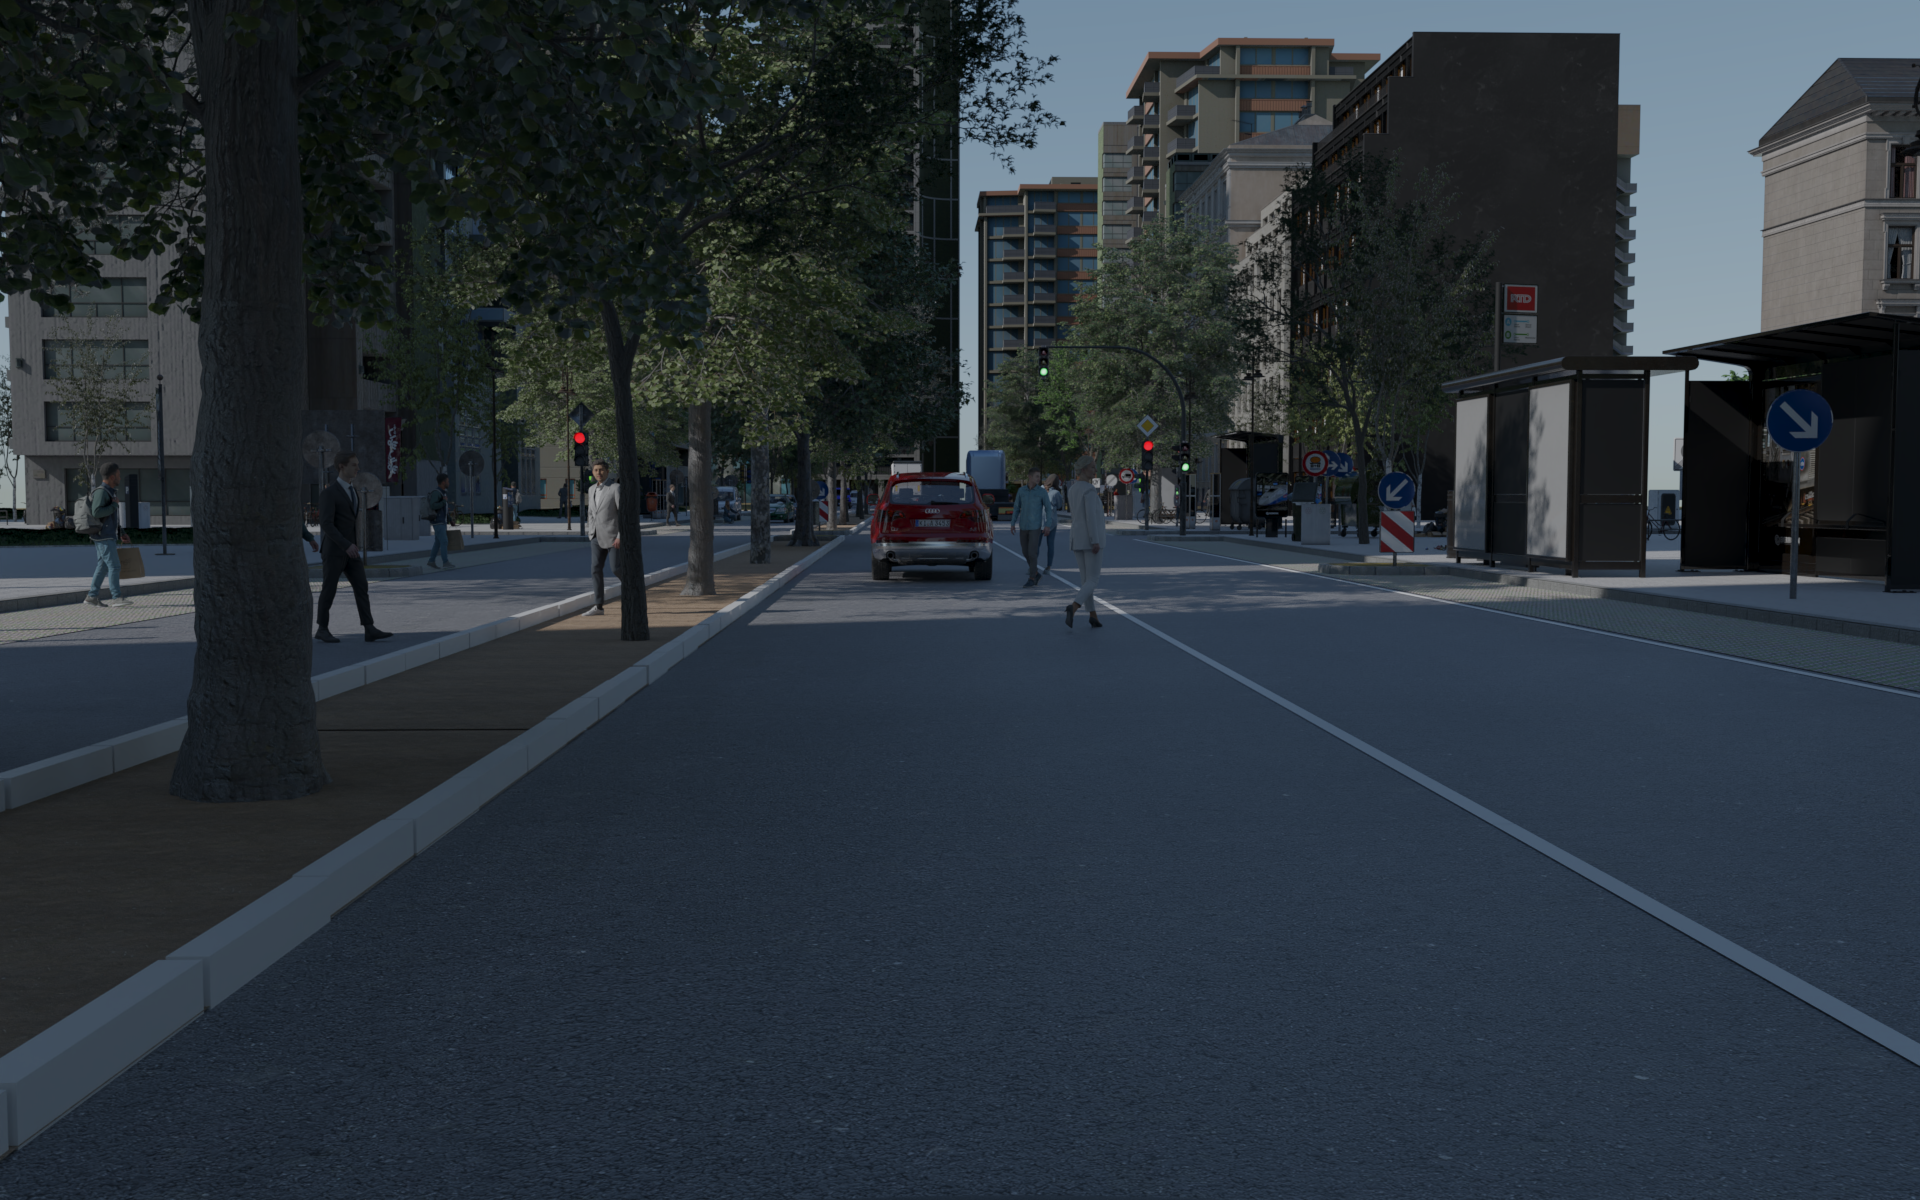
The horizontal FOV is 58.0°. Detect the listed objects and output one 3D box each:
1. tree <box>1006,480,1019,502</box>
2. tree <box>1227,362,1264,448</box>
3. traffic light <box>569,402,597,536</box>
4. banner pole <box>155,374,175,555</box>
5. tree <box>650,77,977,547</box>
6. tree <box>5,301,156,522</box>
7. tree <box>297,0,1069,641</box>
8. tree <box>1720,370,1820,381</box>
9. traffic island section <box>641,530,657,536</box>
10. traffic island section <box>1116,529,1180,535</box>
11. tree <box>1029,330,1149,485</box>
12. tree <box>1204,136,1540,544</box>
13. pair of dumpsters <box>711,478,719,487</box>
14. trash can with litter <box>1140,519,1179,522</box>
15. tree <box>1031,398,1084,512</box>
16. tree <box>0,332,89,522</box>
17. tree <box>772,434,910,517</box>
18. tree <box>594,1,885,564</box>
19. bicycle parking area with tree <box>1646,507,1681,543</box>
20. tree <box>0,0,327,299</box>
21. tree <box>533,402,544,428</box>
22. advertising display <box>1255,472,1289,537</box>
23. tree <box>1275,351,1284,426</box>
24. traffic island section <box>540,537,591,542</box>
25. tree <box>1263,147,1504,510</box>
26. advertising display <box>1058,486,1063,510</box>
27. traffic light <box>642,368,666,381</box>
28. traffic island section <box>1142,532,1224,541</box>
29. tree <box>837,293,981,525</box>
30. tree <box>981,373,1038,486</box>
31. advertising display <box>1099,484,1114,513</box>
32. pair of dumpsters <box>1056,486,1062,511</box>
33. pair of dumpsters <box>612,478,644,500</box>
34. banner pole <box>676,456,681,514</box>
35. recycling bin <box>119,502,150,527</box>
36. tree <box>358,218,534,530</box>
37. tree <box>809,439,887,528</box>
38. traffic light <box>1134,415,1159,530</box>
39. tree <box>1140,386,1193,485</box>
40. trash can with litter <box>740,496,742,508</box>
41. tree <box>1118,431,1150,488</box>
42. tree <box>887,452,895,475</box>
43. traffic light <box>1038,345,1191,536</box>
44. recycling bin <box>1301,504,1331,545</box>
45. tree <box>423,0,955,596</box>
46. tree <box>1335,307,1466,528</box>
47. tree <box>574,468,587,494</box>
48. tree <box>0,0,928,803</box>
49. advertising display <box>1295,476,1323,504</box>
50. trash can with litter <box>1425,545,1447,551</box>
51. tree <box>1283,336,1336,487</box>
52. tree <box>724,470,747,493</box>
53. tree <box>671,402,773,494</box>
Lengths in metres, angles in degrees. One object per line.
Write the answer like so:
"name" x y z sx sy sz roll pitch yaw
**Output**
"tree" 5.628 -12.182 193.777 1.663 3.219 1.824 0 3 0
"tree" 15.716 -8.547 90.101 4.360 8.622 3.978 0 3 0
"traffic light" -11.505 -3.906 52.778 0.839 4.253 0.868 0 4 -2
"banner pole" -16.663 -2.819 36.104 0.401 3.779 0.863 -1 4 -16
"tree" -4.273 -7.813 47.203 9.611 12.733 9.660 0 3 0
"tree" -33.381 -7.128 66.912 4.360 8.622 3.978 0 3 0
"tree" -3.156 -4.897 16.929 8.767 10.594 7.601 0 4 -2
"tree" 17.923 -3.297 37.620 4.285 4.588 4.351 0 3 0
"traffic island section" -11.787 -2.362 60.893 2.009 0.180 2.903 0 4 -2
"traffic island section" 6.646 -2.395 61.446 2.009 0.180 2.903 0 4 -2
"tree" 8.217 -11.052 106.454 9.928 11.665 9.643 0 3 0
"tree" 10.465 -6.732 44.485 8.767 10.594 7.601 1 4 11
"pair of dumpsters" -15.483 -6.314 105.722 1.574 2.255 4.437 0 4 -2
"trash can with litter" 9.040 -4.227 80.166 1.678 1.210 2.233 -1 4 -18
"tree" 7.463 -10.795 126.868 4.737 8.622 4.395 0 3 0
"tree" -43.868 -7.953 80.396 4.360 8.622 3.978 0 3 0
"tree" -6.129 -10.889 106.251 9.928 11.665 9.643 0 3 0
"tree" -5.335 -10.850 35.748 12.611 20.169 13.585 0 3 0
"bicycle parking area with tree" 21.282 -3.535 44.807 9.016 4.147 8.231 -1 4 -8
"tree" -13.865 -6.883 22.902 12.009 13.543 11.850 0 3 0
"tree" -22.816 -8.287 85.851 4.737 8.622 4.395 0 3 0
"advertising display" 9.228 -2.816 51.247 0.974 1.923 0.123 0 4 1
"tree" 16.629 -8.029 81.641 4.737 8.622 4.395 0 3 0
"traffic island section" -11.545 -1.873 52.912 2.009 0.180 2.903 0 4 -2
"tree" 9.610 -5.355 37.914 4.360 8.622 3.978 0 3 0
"advertising display" 7.845 -7.959 135.338 0.123 1.923 0.974 -3 5 -44
"traffic light" -9.659 -5.272 60.858 4.771 5.953 1.251 0 4 -2
"traffic island section" 6.888 -1.907 53.464 2.009 0.180 2.903 0 4 -2
"tree" -5.315 -10.139 78.603 12.009 13.543 11.850 0 3 0
"tree" 6.281 -15.943 171.030 12.009 13.543 11.850 0 3 0
"advertising display" 9.743 -6.720 115.085 0.974 1.923 0.123 0 4 4
"pair of dumpsters" 6.928 -7.941 132.329 1.574 2.255 4.437 0 4 -2
"pair of dumpsters" -17.153 -5.237 88.114 1.574 2.255 4.437 0 4 -2
"banner pole" -18.573 -7.567 113.734 0.401 3.779 0.863 -1 4 -17
"recycling bin" -25.345 -2.478 53.074 0.722 1.027 0.722 2 4 29
"tree" -13.717 -5.832 45.716 4.737 8.622 4.395 0 3 0
"tree" -5.268 -7.135 69.471 4.737 8.622 4.395 0 3 0
"traffic light" 6.605 -4.429 61.331 0.839 4.253 0.868 0 4 -2
"tree" 14.365 -10.300 118.762 4.737 8.622 4.395 0 3 0
"trash can with litter" -17.139 -7.461 133.376 0.624 1.170 1.055 -1 4 -14
"tree" 12.908 -10.975 129.799 4.360 8.622 3.978 0 3 0
"tree" -6.693 -10.713 127.970 4.737 8.622 4.395 0 3 0
"traffic light" 4.759 -4.800 53.145 4.771 5.953 1.251 0 4 -2
"recycling bin" 9.056 -1.926 44.048 0.722 1.027 0.722 1 4 12
"tree" -3.780 -6.355 24.482 7.486 12.596 7.792 0 3 0
"tree" 17.167 -7.017 65.088 4.737 8.622 4.395 0 3 0
"tree" -26.666 -7.889 123.584 1.663 3.219 1.824 0 3 0
"tree" -3.429 -6.048 8.001 9.857 13.997 8.962 0 3 0
"advertising display" 12.251 -3.405 60.887 0.974 1.923 0.123 1 4 16
"trash can with litter" 11.488 -1.753 39.726 1.678 1.210 2.233 0 3 0
"tree" 17.029 -7.692 76.129 4.737 8.622 4.395 0 3 0
"tree" -16.555 -8.176 128.281 1.663 3.219 1.824 0 3 0
"tree" -16.768 -12.032 122.483 9.928 11.665 9.643 0 3 0
